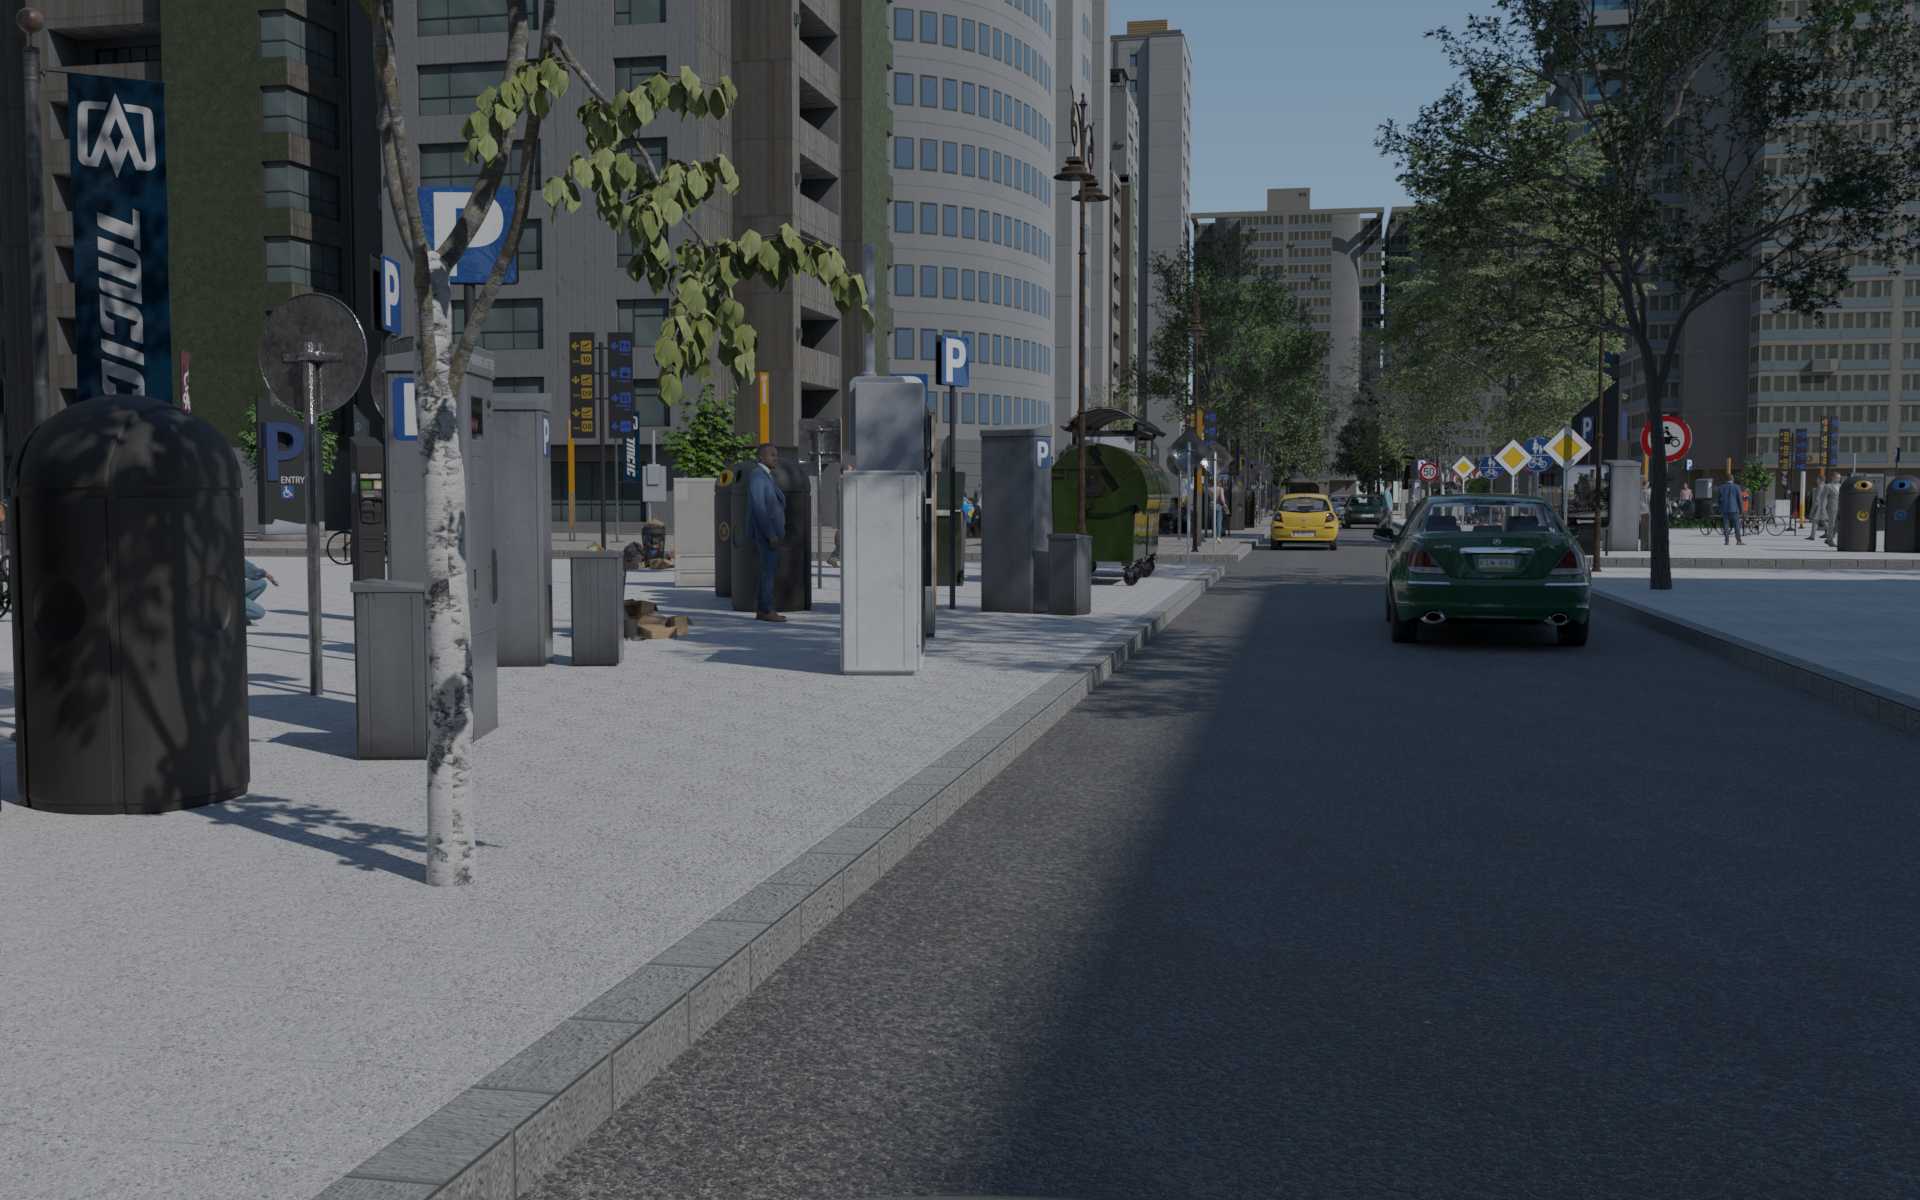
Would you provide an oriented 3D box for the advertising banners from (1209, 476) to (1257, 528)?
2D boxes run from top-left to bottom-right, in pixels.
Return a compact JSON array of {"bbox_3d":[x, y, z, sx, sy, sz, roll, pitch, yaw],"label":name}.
[{"bbox_3d":[10.281,-4.243,65.562,2.074,3.025,0.090,2,4,34],"label":"advertising banners"}]

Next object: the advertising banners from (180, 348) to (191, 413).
[{"bbox_3d":[-9.235,-1.478,20.350,0.090,3.025,2.074,-1,4,-12],"label":"advertising banners"}]

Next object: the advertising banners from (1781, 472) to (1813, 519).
[{"bbox_3d":[43.592,-5.750,90.201,0.090,3.025,2.074,-2,4,-27],"label":"advertising banners"}]

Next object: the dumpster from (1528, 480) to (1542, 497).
[{"bbox_3d":[23.626,-4.078,72.439,1.264,1.857,1.865,1,4,12],"label":"dumpster"}]

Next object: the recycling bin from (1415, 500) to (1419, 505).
[{"bbox_3d":[20.879,-3.992,77.819,0.722,1.027,0.722,0,4,5],"label":"recycling bin"}]

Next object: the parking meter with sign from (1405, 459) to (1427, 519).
[{"bbox_3d":[23.116,-5.612,88.021,0.543,3.016,1.738,0,4,-7],"label":"parking meter with sign"}]

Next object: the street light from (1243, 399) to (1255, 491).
[{"bbox_3d":[11.616,-5.926,69.684,0.468,5.910,1.993,1,4,12],"label":"street light"}]

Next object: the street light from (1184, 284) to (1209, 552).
[{"bbox_3d":[5.212,-4.004,38.251,0.468,5.910,1.993,1,4,12],"label":"street light"}]

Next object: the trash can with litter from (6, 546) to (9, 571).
[{"bbox_3d":[-16.326,-1.119,29.358,2.233,1.210,1.678,0,4,-4],"label":"trash can with litter"}]

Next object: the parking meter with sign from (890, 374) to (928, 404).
[{"bbox_3d":[-0.819,-1.818,25.979,0.543,3.016,1.738,0,4,-5],"label":"parking meter with sign"}]

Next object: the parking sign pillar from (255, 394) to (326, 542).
[{"bbox_3d":[-18.508,-3.602,47.359,1.447,3.967,1.447,3,5,41],"label":"parking sign pillar"}]

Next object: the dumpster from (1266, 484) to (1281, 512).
[{"bbox_3d":[18.520,-5.982,103.562,1.264,1.857,1.865,1,4,12],"label":"dumpster"}]

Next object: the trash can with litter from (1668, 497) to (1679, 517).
[{"bbox_3d":[27.582,-3.453,67.844,1.055,1.170,0.624,2,4,35],"label":"trash can with litter"}]

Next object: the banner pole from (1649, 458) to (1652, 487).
[{"bbox_3d":[31.592,-5.453,79.176,0.863,3.779,0.401,1,4,14],"label":"banner pole"}]

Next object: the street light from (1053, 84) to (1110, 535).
[{"bbox_3d":[1.417,-2.895,20.126,0.468,5.910,1.993,1,4,12],"label":"street light"}]

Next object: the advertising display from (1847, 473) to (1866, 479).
[{"bbox_3d":[26.983,-2.873,52.188,0.974,1.923,0.123,-3,4,-38],"label":"advertising display"}]

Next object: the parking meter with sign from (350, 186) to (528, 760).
[{"bbox_3d":[-2.749,-0.785,9.093,0.543,3.016,1.738,0,4,-3],"label":"parking meter with sign"}]

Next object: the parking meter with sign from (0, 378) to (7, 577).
[{"bbox_3d":[-15.135,-1.798,25.654,1.738,3.016,0.543,-3,4,-38],"label":"parking meter with sign"}]

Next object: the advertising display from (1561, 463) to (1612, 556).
[{"bbox_3d":[13.023,-1.886,36.043,0.974,1.923,0.123,2,4,29],"label":"advertising display"}]

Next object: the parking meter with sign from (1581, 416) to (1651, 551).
[{"bbox_3d":[14.856,-2.603,38.819,1.738,3.016,0.543,0,4,-7],"label":"parking meter with sign"}]

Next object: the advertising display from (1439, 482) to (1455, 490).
[{"bbox_3d":[25.096,-5.160,89.576,0.974,1.923,0.123,2,4,35],"label":"advertising display"}]

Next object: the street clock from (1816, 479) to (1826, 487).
[{"bbox_3d":[36.852,-4.256,74.162,0.358,2.002,0.471,0,4,-5],"label":"street clock"}]

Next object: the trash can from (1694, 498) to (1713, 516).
[{"bbox_3d":[29.417,-3.481,68.575,0.748,1.137,0.748,0,3,0],"label":"trash can"}]

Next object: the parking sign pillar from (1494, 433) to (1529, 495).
[{"bbox_3d":[22.152,-4.961,69.582,1.447,3.967,1.447,1,4,12],"label":"parking sign pillar"}]

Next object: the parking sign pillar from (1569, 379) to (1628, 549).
[{"bbox_3d":[15.191,-3.224,41.182,1.447,3.967,1.447,-2,4,-34],"label":"parking sign pillar"}]

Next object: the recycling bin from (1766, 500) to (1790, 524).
[{"bbox_3d":[35.151,-3.784,74.426,0.722,1.027,0.722,0,4,-6],"label":"recycling bin"}]

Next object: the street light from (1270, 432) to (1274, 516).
[{"bbox_3d":[18.274,-7.872,101.493,0.468,5.910,1.993,1,4,12],"label":"street light"}]

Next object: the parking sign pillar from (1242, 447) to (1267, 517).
[{"bbox_3d":[16.547,-6.658,97.324,1.447,3.967,1.447,0,4,4],"label":"parking sign pillar"}]

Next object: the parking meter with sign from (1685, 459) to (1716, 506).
[{"bbox_3d":[37.018,-5.502,86.215,0.543,3.016,1.738,-3,4,-37],"label":"parking meter with sign"}]

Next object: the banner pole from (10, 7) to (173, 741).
[{"bbox_3d":[-4.587,-1.170,9.143,0.863,3.779,0.401,-2,4,-28],"label":"banner pole"}]

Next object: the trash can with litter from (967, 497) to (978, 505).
[{"bbox_3d":[0.304,-2.806,57.272,0.624,1.170,1.055,1,4,10],"label":"trash can with litter"}]

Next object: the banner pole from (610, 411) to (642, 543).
[{"bbox_3d":[-8.889,-3.423,45.987,0.863,3.779,0.401,-1,4,-17],"label":"banner pole"}]

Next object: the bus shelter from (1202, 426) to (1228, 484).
[{"bbox_3d":[14.469,-7.420,98.951,2.179,5.291,8.768,1,4,11],"label":"bus shelter"}]

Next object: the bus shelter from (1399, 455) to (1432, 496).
[{"bbox_3d":[28.008,-7.044,106.458,1.731,3.624,6.357,1,4,12],"label":"bus shelter"}]

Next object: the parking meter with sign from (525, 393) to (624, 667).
[{"bbox_3d":[-3.413,-1.019,12.919,1.738,3.016,0.543,0,4,-4],"label":"parking meter with sign"}]

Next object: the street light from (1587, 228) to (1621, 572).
[{"bbox_3d":[10.505,-3.402,28.415,0.468,5.910,1.993,1,4,12],"label":"street light"}]

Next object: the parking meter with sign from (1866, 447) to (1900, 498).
[{"bbox_3d":[34.171,-4.201,64.939,1.738,3.016,0.543,1,4,17],"label":"parking meter with sign"}]

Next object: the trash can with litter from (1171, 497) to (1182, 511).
[{"bbox_3d":[8.302,-3.444,67.689,0.624,1.170,1.055,0,4,-8],"label":"trash can with litter"}]

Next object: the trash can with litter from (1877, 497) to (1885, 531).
[{"bbox_3d":[31.780,-2.986,60.201,0.624,1.170,1.055,0,4,1],"label":"trash can with litter"}]

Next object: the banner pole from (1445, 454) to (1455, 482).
[{"bbox_3d":[30.715,-7.251,108.572,0.863,3.779,0.401,-1,4,-20],"label":"banner pole"}]

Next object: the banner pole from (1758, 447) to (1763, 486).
[{"bbox_3d":[42.584,-6.250,92.202,0.401,3.779,0.863,1,4,10],"label":"banner pole"}]

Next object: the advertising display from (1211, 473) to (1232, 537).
[{"bbox_3d":[7.912,-2.890,52.473,0.123,1.923,0.974,-2,4,-26],"label":"advertising display"}]

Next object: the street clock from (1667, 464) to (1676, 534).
[{"bbox_3d":[16.955,-2.270,41.679,0.358,2.002,0.471,-1,4,-17],"label":"street clock"}]

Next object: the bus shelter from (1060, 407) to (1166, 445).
[{"bbox_3d":[3.862,-2.992,42.846,2.014,3.302,5.546,1,4,12],"label":"bus shelter"}]

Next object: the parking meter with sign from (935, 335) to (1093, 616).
[{"bbox_3d":[0.604,-1.375,18.746,1.738,3.016,0.543,2,4,33],"label":"parking meter with sign"}]
